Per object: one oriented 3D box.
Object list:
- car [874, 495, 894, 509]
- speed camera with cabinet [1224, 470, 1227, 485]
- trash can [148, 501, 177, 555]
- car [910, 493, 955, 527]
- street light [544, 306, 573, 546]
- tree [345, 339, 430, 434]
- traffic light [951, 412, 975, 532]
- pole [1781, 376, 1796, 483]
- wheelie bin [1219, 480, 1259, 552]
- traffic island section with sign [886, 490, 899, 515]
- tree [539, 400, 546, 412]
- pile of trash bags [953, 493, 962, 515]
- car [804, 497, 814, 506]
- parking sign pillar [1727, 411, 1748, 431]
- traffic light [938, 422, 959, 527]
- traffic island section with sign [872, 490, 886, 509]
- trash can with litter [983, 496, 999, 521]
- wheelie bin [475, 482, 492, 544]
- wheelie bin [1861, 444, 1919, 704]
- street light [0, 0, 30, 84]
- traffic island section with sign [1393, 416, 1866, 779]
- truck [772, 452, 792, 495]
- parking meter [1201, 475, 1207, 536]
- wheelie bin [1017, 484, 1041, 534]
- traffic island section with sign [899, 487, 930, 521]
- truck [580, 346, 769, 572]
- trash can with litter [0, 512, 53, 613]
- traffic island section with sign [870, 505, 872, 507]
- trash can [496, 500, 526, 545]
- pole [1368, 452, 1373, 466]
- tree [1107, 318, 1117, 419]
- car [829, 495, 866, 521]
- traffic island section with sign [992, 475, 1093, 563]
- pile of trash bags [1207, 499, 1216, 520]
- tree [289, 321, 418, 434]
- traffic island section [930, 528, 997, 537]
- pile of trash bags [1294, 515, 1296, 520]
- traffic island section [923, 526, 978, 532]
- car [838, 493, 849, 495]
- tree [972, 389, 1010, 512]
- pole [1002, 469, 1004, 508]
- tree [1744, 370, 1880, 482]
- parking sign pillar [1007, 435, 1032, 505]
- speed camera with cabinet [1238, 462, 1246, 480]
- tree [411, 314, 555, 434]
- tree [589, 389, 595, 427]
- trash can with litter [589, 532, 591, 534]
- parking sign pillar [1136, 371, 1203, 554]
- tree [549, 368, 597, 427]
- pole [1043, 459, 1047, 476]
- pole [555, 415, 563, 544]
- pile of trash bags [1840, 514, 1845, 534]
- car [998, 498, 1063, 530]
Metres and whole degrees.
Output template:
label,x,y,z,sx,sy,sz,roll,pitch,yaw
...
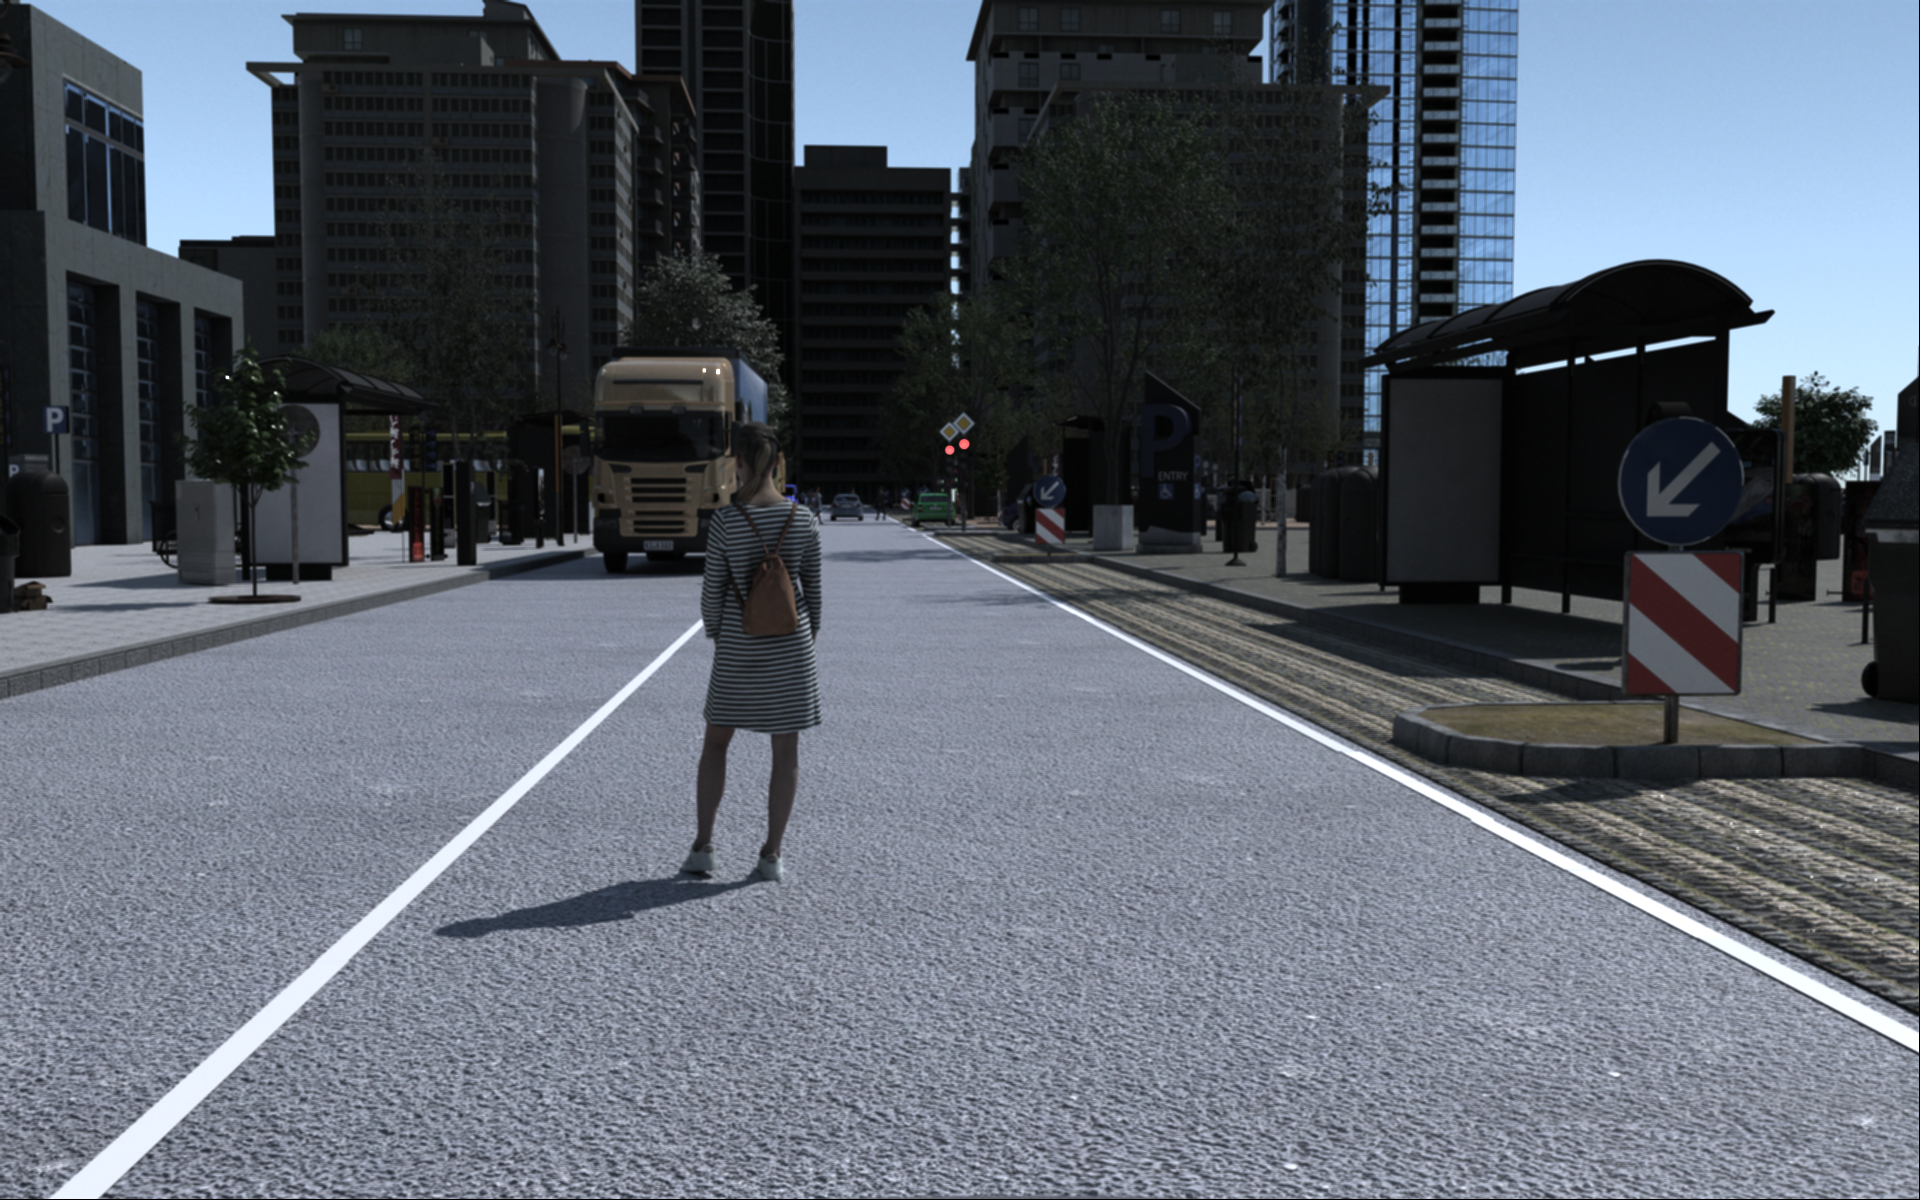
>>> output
label,x,y,z,sx,sy,sz,roll,pitch,yaw
car,-7.242,-9.297,164.589,1.945,1.354,3.894,0,4,-2
speed camera with cabinet,20.887,-8.439,132.314,2.038,3.252,0.660,2,4,31
trash can,-16.787,-1.531,36.693,0.748,1.137,0.748,0,3,0
car,-1.193,-4.121,76.177,1.959,1.807,4.718,0,4,-4
street light,-9.859,-4.273,42.646,0.468,5.910,1.993,0,4,-4
tree,-26.791,-7.971,80.682,4.737,8.622,4.395,0,3,0
traffic light,0.107,-4.302,59.258,0.839,4.253,0.868,0,4,-4
pole,14.290,-2.208,29.946,0.158,3.312,0.155,0,3,0
wheelie bin,6.171,-1.854,38.219,0.980,1.594,0.693,3,5,44
traffic island section with sign,-3.877,-6.737,118.778,1.989,1.847,2.006,0,4,-4
tree,-29.780,-10.735,125.878,4.737,8.622,4.395,0,3,0
pile of trash bags,0.346,-6.012,108.053,1.912,1.369,3.447,1,4,10
car,-17.913,-12.188,208.870,1.945,1.707,3.694,0,4,-4
parking sign pillar,22.731,-3.814,50.823,1.447,3.967,1.447,3,5,39
traffic light,-0.433,-4.789,67.225,0.839,4.253,0.868,0,4,-4
traffic island section with sign,-7.319,-9.846,169.616,1.989,1.847,2.006,0,4,-4
trash can with litter,1.996,-4.498,84.599,2.233,1.210,1.678,0,4,-6
wheelie bin,-12.641,-2.267,44.968,0.693,1.594,0.980,2,4,25
wheelie bin,6.047,-0.171,10.697,0.693,1.594,0.980,-1,4,-21
street light,-7.805,-2.493,13.541,0.468,5.910,1.993,0,4,-4
traffic island section with sign,3.525,-0.060,9.614,1.989,1.847,2.006,0,4,-4
truck,-8.979,-4.860,75.382,3.469,3.379,9.791,0,4,-5
parking meter,7.383,-2.914,53.355,0.399,1.863,0.255,-1,4,-22
wheelie bin,2.262,-2.975,56.549,0.693,1.594,0.980,-1,4,-19
traffic island section with sign,-2.053,-5.092,91.884,1.989,1.847,2.006,0,4,-4
truck,-5.499,-2.833,35.230,2.839,4.237,11.283,0,4,-2
trash can with litter,-10.454,-0.457,18.857,0.624,1.170,1.055,0,4,7
traffic island section with sign,-9.156,-11.491,196.509,1.989,1.847,2.006,0,4,-4
trash can,-11.295,-1.954,43.594,0.748,1.137,0.748,0,3,0
pole,19.986,-5.538,84.383,0.158,3.312,0.155,0,3,0
tree,7.384,-6.452,55.848,4.360,8.622,3.978,0,3,0
car,-6.124,-5.009,93.894,2.014,1.417,4.499,0,4,-3
traffic island section with sign,1.693,-1.705,36.507,1.989,1.847,2.006,0,4,-4
pile of trash bags,10.805,-4.611,85.148,3.447,1.369,1.912,-1,4,-10
tree,-36.440,-10.857,103.270,9.928,11.665,9.643,0,3,0
traffic island section,0.148,-2.269,59.374,2.009,0.180,2.903,0,4,-4
pile of trash bags,18.365,-4.691,86.442,3.447,1.369,1.912,2,4,34
traffic island section,-0.392,-2.756,67.341,2.009,0.180,2.903,0,4,-4
car,-13.030,-11.253,193.581,1.945,1.707,3.694,0,4,-3
tree,2.688,-10.452,121.258,4.737,8.622,4.395,0,3,0
pole,3.512,-9.066,142.067,0.158,3.312,0.155,0,3,0
tree,22.580,-3.813,46.057,4.285,4.588,4.351,0,3,0
parking sign pillar,2.736,-5.580,79.706,1.447,3.967,1.447,-3,5,-42
speed camera with cabinet,17.952,-6.857,106.449,2.038,3.252,0.660,3,4,39
tree,-23.931,-9.384,87.842,7.601,10.594,8.767,0,4,-2
tree,-21.955,-8.919,96.195,4.360,8.622,3.978,0,3,0
trash can with litter,-11.837,-2.758,56.144,1.678,1.210,2.233,1,4,21
parking sign pillar,4.544,-2.997,37.477,1.447,3.967,1.447,2,4,32
tree,-21.034,-9.257,101.715,4.737,8.622,4.395,0,3,0
pole,4.850,-6.449,99.290,0.158,3.312,0.155,0,3,0
pole,-10.303,-3.099,44.512,0.158,3.312,0.155,0,3,0
pile of trash bags,28.905,-2.790,55.369,3.447,1.369,1.912,1,4,14
car,3.355,-3.045,62.373,3.894,1.354,1.945,0,4,-3
